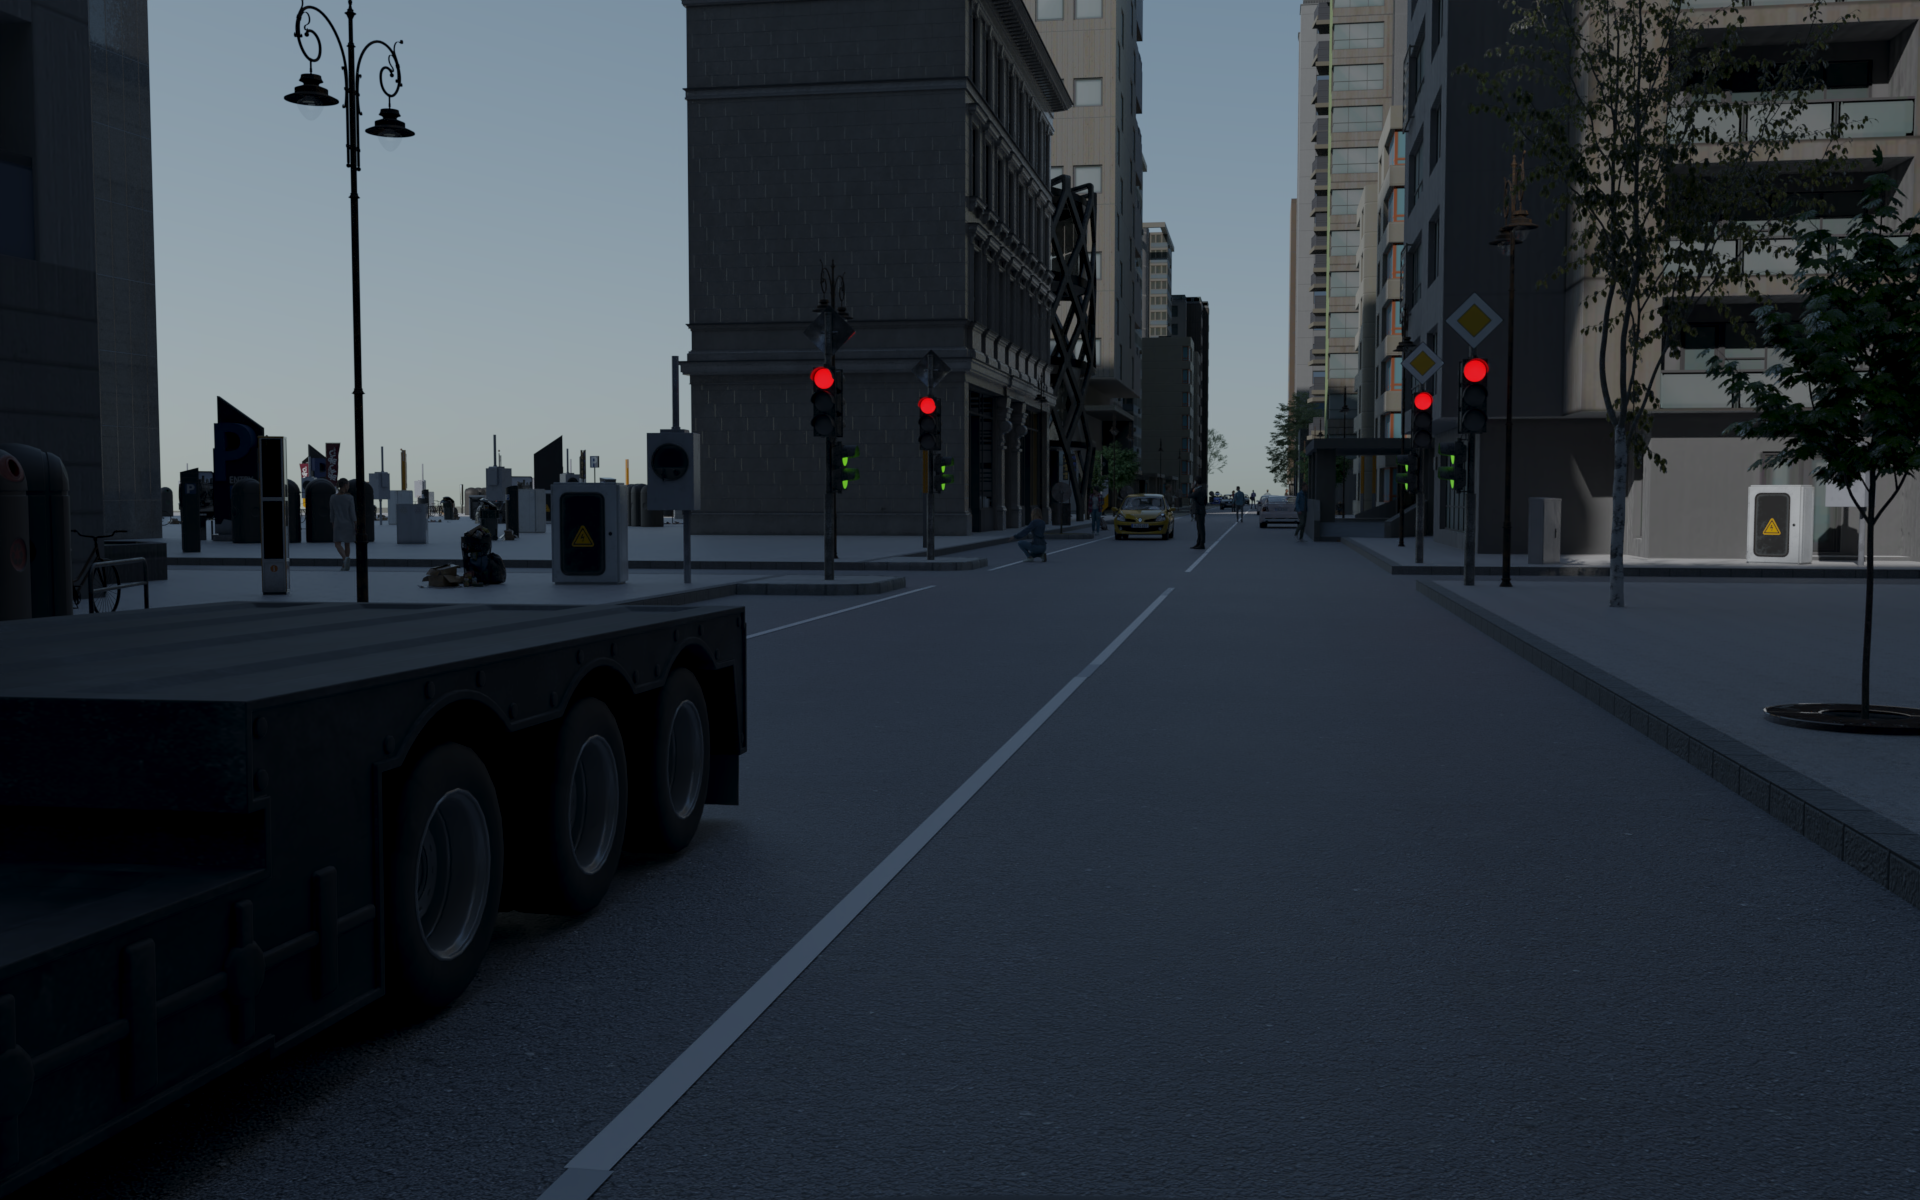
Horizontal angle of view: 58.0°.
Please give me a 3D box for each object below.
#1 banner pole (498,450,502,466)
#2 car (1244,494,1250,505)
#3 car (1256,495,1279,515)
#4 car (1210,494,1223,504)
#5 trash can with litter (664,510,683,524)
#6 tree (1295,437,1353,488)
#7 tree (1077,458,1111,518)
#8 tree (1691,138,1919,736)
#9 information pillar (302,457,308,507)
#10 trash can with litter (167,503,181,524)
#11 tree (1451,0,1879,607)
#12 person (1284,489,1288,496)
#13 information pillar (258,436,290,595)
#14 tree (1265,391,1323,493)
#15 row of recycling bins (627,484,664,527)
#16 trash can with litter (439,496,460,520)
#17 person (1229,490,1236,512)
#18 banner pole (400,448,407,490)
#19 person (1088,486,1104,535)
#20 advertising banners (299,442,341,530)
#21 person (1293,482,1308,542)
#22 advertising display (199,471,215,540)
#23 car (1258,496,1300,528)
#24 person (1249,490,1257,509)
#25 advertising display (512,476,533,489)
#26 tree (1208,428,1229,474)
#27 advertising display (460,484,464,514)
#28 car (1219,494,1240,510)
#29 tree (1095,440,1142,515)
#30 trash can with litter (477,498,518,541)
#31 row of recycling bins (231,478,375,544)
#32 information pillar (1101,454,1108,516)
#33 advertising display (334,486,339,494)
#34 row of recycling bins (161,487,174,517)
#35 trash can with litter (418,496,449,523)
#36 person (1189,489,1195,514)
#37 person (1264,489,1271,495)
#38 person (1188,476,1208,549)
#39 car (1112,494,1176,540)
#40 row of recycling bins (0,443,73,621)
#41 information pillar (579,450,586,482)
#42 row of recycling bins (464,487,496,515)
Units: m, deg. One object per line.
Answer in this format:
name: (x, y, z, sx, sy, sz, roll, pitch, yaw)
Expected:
banner pole: (-25.998, -6.603, 97.976, 0.401, 3.779, 0.863, 0, 4, -3)
car: (36.131, -12.930, 221.184, 2.009, 1.686, 4.222, 1, 4, 11)
car: (21.435, -6.546, 119.381, 2.083, 1.381, 4.827, 1, 4, 12)
car: (34.045, -13.434, 229.236, 1.945, 1.707, 3.694, 1, 4, 12)
trash can with litter: (-12.123, -3.821, 73.525, 2.233, 1.210, 1.678, 1, 4, 15)
tree: (20.887, -7.076, 99.404, 4.285, 4.588, 4.351, 0, 3, 0)
tree: (7.260, -5.995, 92.613, 1.663, 3.219, 1.824, 0, 3, 0)
tree: (4.931, -0.918, 9.607, 1.663, 3.219, 1.824, 0, 3, 0)
information pillar: (-38.696, -6.805, 102.617, 0.504, 3.616, 0.183, -1, 4, -14)
trash can with litter: (-33.134, -3.811, 73.703, 0.624, 1.170, 1.055, 3, 4, 36)
tree: (7.710, -4.224, 19.425, 4.360, 8.622, 3.978, 0, 3, 0)
person: (23.899, -7.216, 126.619, 0.705, 1.807, 1.348, 1, 4, 22)
information pillar: (-8.740, -1.076, 22.081, 0.304, 2.012, 0.304, -1, 4, -14)
tree: (37.681, -16.697, 191.126, 7.486, 12.596, 7.792, 0, 3, 0)
row of recycling bins: (-12.651, -3.766, 68.691, 1.069, 1.692, 3.534, -2, 4, -27)
trash can with litter: (-25.269, -4.555, 85.855, 0.624, 1.170, 1.055, 1, 4, 15)
person: (21.648, -7.787, 136.534, 1.217, 1.743, 0.721, -2, 4, -35)
banner pole: (-30.412, -6.403, 94.703, 0.401, 3.779, 0.863, -3, 5, -44)
person: (4.781, -3.144, 60.735, 0.563, 1.720, 0.643, 1, 4, 20)
advertising banners: (-22.010, -3.827, 58.754, 2.074, 3.025, 0.090, 0, 4, 1)
person: (10.203, -2.625, 51.765, 0.601, 1.785, 0.444, -3, 5, -39)
advertising display: (-21.075, -2.616, 47.978, 0.123, 1.923, 0.974, 2, 4, 24)
car: (13.803, -3.781, 74.188, 2.083, 1.381, 4.827, 1, 4, 11)
person: (28.522, -9.802, 168.629, 0.709, 1.838, 0.599, -1, 4, -11)
advertising display: (-15.723, -3.474, 62.011, 0.123, 1.923, 0.974, 3, 5, 40)
tree: (37.015, -20.654, 263.447, 9.928, 11.665, 9.643, 0, 3, 0)
advertising display: (-32.291, -6.546, 112.246, 0.123, 1.923, 0.974, -1, 4, -22)
car: (24.828, -9.135, 159.146, 2.009, 1.686, 4.222, 1, 4, 12)
tree: (9.421, -7.435, 105.276, 4.285, 4.588, 4.351, 0, 3, 0)
trash can with litter: (-12.816, -2.239, 48.001, 1.055, 1.170, 0.624, -2, 4, -23)
row of recycling bins: (-17.330, -2.364, 45.761, 3.534, 1.692, 1.069, -2, 4, -27)
information pillar: (8.534, -6.792, 102.406, 0.504, 3.616, 0.183, -2, 4, -28)
advertising display: (-29.034, -4.597, 80.371, 0.123, 1.923, 0.974, 0, 4, -2)
row of recycling bins: (-46.427, -5.557, 97.963, 3.534, 1.692, 1.069, -1, 4, -21)
trash can with litter: (-24.101, -4.118, 78.393, 2.233, 1.210, 1.678, 2, 4, 26)
person: (16.682, -7.019, 123.397, 0.705, 1.807, 1.348, 2, 4, 29)
person: (25.079, -8.112, 141.217, 1.350, 1.814, 0.705, 2, 4, 24)
person: (6.177, -2.276, 45.070, 0.474, 1.900, 0.648, 1, 4, 17)
car: (5.889, -2.750, 55.184, 2.015, 1.641, 3.980, 1, 4, 10)
row of recycling bins: (-7.468, -0.343, 12.718, 1.069, 1.692, 3.534, -1, 4, -11)
information pillar: (-19.776, -6.088, 90.887, 0.183, 3.616, 0.504, 2, 4, 25)
row of recycling bins: (-29.326, -6.054, 106.101, 1.069, 1.692, 3.534, 0, 4, 7)
